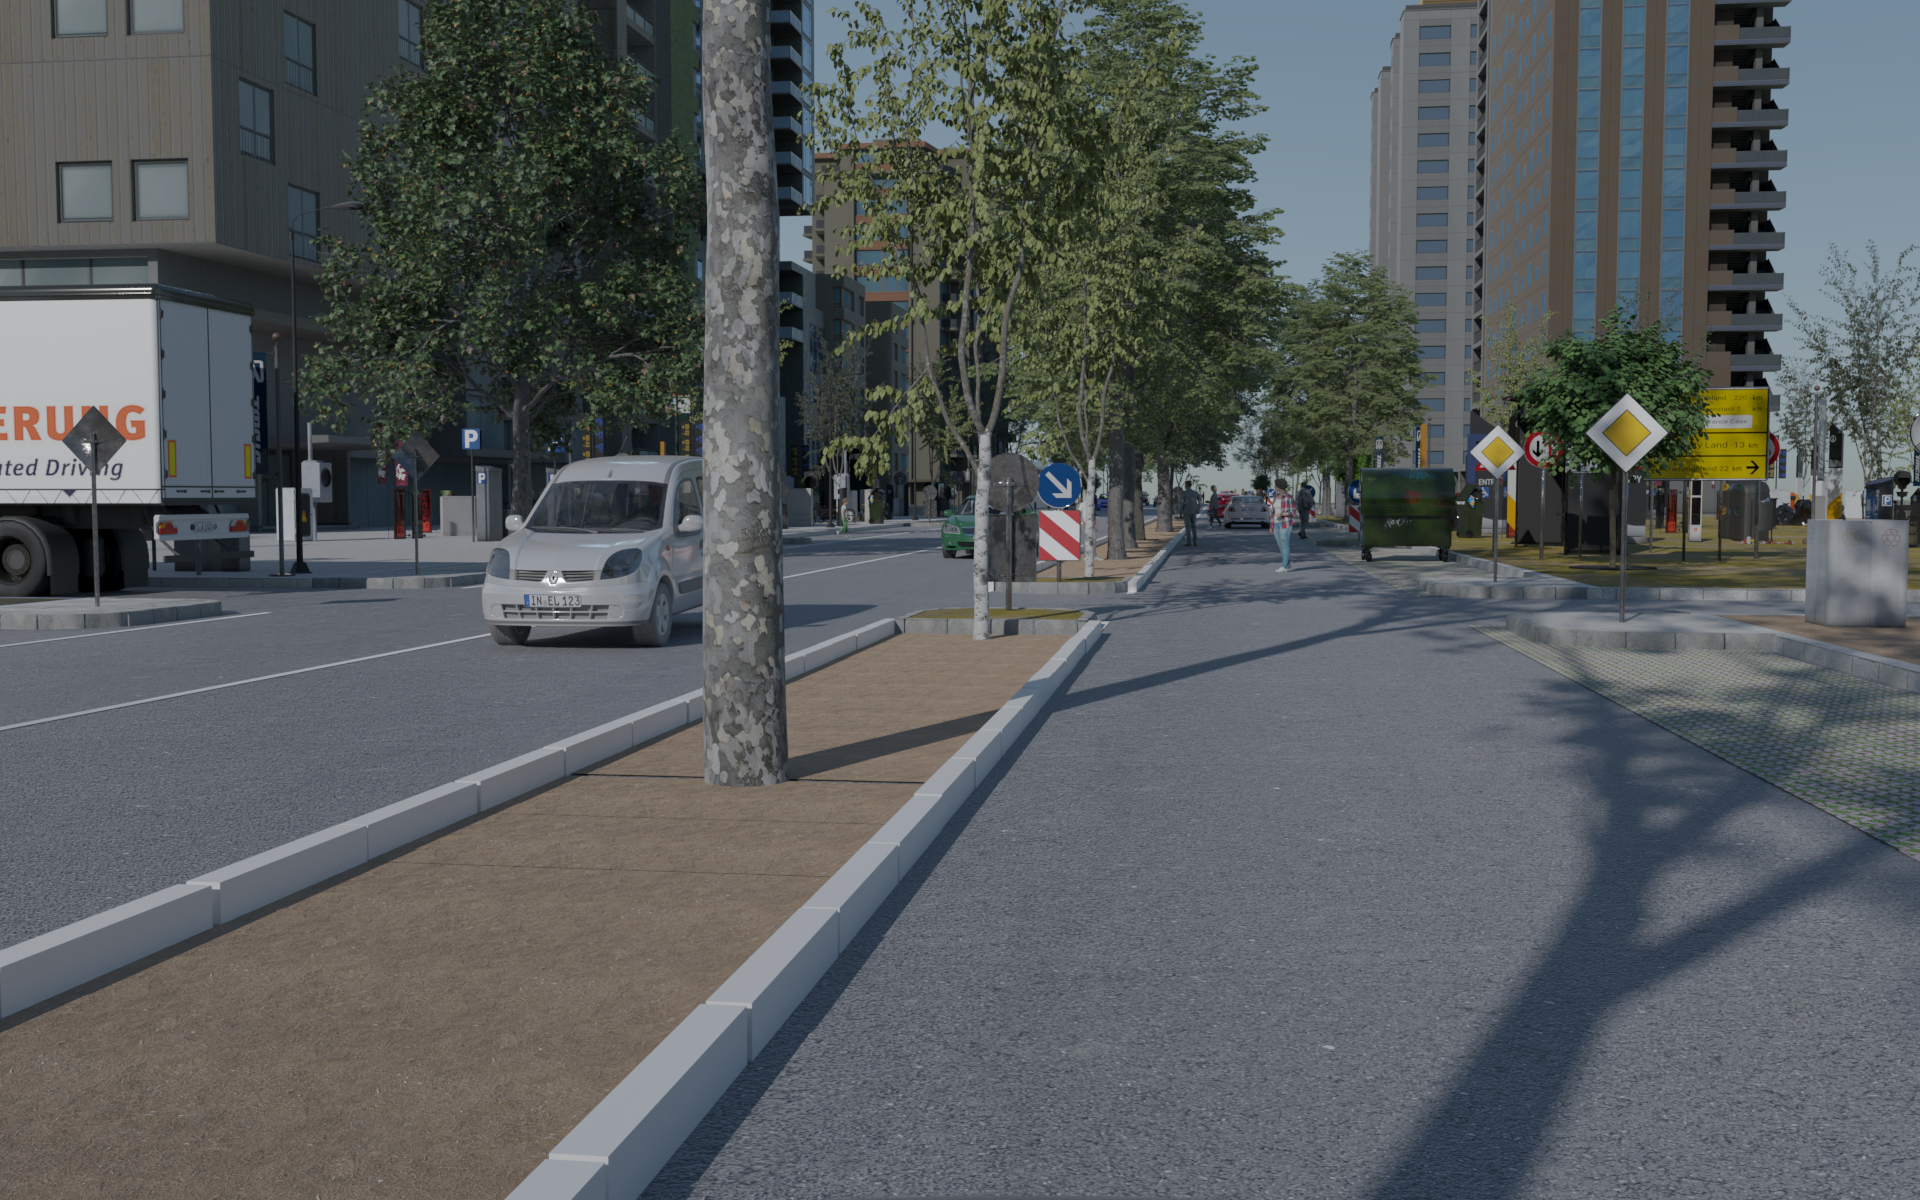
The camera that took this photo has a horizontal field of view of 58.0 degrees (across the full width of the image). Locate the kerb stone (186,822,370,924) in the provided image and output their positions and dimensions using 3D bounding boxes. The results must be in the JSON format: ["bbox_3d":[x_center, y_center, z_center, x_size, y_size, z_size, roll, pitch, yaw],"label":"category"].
[{"bbox_3d":[-2.429,0.977,6.223,0.120,0.150,1.000,1,4,8],"label":"kerb stone"}]

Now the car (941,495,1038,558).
[{"bbox_3d":[0.786,-1.726,40.026,2.131,1.459,4.920,1,4,10],"label":"car"}]

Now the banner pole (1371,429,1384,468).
[{"bbox_3d":[15.869,-4.650,66.048,0.401,3.779,0.863,-2,4,-26],"label":"banner pole"}]

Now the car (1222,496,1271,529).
[{"bbox_3d":[12.102,-3.717,73.140,2.083,1.381,4.827,0,4,8],"label":"car"}]

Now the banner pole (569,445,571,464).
[{"bbox_3d":[-13.486,-4.276,59.934,0.401,3.779,0.863,-1,4,-16],"label":"banner pole"}]

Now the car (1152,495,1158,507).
[{"bbox_3d":[21.769,-10.688,187.329,1.945,1.354,3.894,0,4,7],"label":"car"}]

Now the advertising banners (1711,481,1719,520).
[{"bbox_3d":[38.049,-5.536,86.703,2.074,3.025,0.090,-3,5,-40],"label":"advertising banners"}]

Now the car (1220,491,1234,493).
[{"bbox_3d":[29.033,-10.996,188.449,2.281,1.827,5.304,0,4,7],"label":"car"}]

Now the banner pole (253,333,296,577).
[{"bbox_3d":[-10.833,-2.260,26.962,0.863,3.779,0.401,0,4,-3],"label":"banner pole"}]

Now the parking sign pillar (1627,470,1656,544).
[{"bbox_3d":[17.151,-3.460,45.048,1.447,3.967,1.447,0,4,-2],"label":"parking sign pillar"}]

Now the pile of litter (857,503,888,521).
[{"bbox_3d":[-4.394,-4.139,81.638,1.719,0.858,1.176,0,4,-2],"label":"pile of litter"}]

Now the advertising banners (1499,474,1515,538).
[{"bbox_3d":[16.087,-3.316,50.402,2.074,3.025,0.090,-3,5,-40],"label":"advertising banners"}]

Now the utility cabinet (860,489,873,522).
[{"bbox_3d":[-4.711,-4.810,87.324,0.318,1.500,1.173,1,4,15],"label":"utility cabinet"}]

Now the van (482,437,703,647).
[{"bbox_3d":[-3.425,-0.649,17.624,2.013,2.044,4.112,0,4,7],"label":"van"}]

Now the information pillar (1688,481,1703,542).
[{"bbox_3d":[19.638,-2.554,46.246,0.304,2.012,0.304,1,4,15],"label":"information pillar"}]

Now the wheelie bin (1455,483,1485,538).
[{"bbox_3d":[14.899,-2.609,50.557,0.693,1.594,0.980,-1,4,-10],"label":"wheelie bin"}]

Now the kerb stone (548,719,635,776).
[{"bbox_3d":[-1.979,0.791,9.264,0.120,0.150,1.000,1,4,8],"label":"kerb stone"}]

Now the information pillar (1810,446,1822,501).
[{"bbox_3d":[38.317,-5.268,77.479,0.504,3.616,0.183,1,4,20],"label":"information pillar"}]

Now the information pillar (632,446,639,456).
[{"bbox_3d":[-15.881,-5.705,84.634,0.183,3.616,0.504,3,4,36],"label":"information pillar"}]

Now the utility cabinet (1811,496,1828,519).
[{"bbox_3d":[34.114,-3.512,68.575,0.306,1.237,1.020,0,4,-2],"label":"utility cabinet"}]

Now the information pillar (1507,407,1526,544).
[{"bbox_3d":[14.250,-3.239,44.313,0.183,3.616,0.504,-2,4,-33],"label":"information pillar"}]

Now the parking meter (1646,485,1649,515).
[{"bbox_3d":[38.316,-5.551,96.475,0.399,1.863,0.255,2,4,31],"label":"parking meter"}]

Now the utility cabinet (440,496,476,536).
[{"bbox_3d":[-15.379,-2.563,53.069,1.020,1.237,0.306,-2,4,-35],"label":"utility cabinet"}]

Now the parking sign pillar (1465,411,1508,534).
[{"bbox_3d":[16.938,-4.110,55.663,1.447,3.967,1.447,3,5,43],"label":"parking sign pillar"}]

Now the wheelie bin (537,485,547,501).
[{"bbox_3d":[-13.835,-3.081,58.290,0.693,1.594,0.980,-2,4,-35],"label":"wheelie bin"}]

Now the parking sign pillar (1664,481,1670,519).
[{"bbox_3d":[36.642,-6.254,90.731,1.447,3.967,1.447,-3,4,-38],"label":"parking sign pillar"}]

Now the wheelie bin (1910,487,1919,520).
[{"bbox_3d":[44.930,-4.481,81.167,0.693,1.594,0.980,2,4,34],"label":"wheelie bin"}]

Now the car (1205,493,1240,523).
[{"bbox_3d":[13.431,-4.786,87.284,2.155,1.783,4.494,0,4,8],"label":"car"}]

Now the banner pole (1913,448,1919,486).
[{"bbox_3d":[37.364,-4.734,67.415,0.401,3.779,0.863,0,4,-6],"label":"banner pole"}]

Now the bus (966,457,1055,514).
[{"bbox_3d":[2.607,-5.331,82.025,2.948,3.499,13.247,1,4,9],"label":"bus"}]

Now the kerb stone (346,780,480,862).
[{"bbox_3d":[-2.286,0.919,7.236,0.120,0.150,1.000,1,4,8],"label":"kerb stone"}]

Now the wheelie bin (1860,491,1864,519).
[{"bbox_3d":[42.084,-4.414,80.082,0.980,1.594,0.693,-1,4,-21],"label":"wheelie bin"}]

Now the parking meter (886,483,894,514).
[{"bbox_3d":[-3.836,-5.477,95.266,0.399,1.863,0.255,0,4,8],"label":"parking meter"}]

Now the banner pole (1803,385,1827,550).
[{"bbox_3d":[19.896,-3.065,40.137,0.863,3.779,0.401,-3,5,-44],"label":"banner pole"}]

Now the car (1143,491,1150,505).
[{"bbox_3d":[22.970,-12.931,220.090,2.281,1.827,5.304,1,4,10],"label":"car"}]

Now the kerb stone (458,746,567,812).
[{"bbox_3d":[-2.131,0.855,8.250,0.120,0.150,1.000,1,4,8],"label":"kerb stone"}]

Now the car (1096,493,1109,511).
[{"bbox_3d":[12.763,-8.622,150.554,1.945,1.707,3.694,0,4,8],"label":"car"}]

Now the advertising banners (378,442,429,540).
[{"bbox_3d":[-15.926,-3.245,49.237,0.090,3.025,2.074,1,4,22],"label":"advertising banners"}]

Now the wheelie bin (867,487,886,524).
[{"bbox_3d":[-3.547,-4.053,74.181,0.693,1.594,0.980,1,4,11],"label":"wheelie bin"}]

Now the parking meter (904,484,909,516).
[{"bbox_3d":[-3.118,-5.788,100.340,0.255,1.863,0.399,-1,4,-8],"label":"parking meter"}]

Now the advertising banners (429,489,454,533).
[{"bbox_3d":[-17.628,-3.721,57.020,2.074,3.025,0.090,0,4,-7],"label":"advertising banners"}]

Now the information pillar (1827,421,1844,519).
[{"bbox_3d":[28.132,-3.934,55.679,0.183,3.616,0.504,-2,4,-25],"label":"information pillar"}]

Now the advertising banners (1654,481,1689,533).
[{"bbox_3d":[23.403,-3.711,56.870,2.074,3.025,0.090,-2,4,-27],"label":"advertising banners"}]

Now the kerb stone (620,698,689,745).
[{"bbox_3d":[-1.831,0.731,10.276,0.120,0.150,1.000,1,4,8],"label":"kerb stone"}]

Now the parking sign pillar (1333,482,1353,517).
[{"bbox_3d":[21.200,-6.506,94.845,1.447,3.967,1.447,-1,4,-19],"label":"parking sign pillar"}]

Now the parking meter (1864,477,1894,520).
[{"bbox_3d":[13.483,-1.041,25.432,0.372,1.533,0.369,0,3,0],"label":"parking meter"}]

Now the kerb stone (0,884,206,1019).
[{"bbox_3d":[-2.585,1.040,5.196,0.120,0.150,1.000,1,4,8],"label":"kerb stone"}]

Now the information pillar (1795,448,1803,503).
[{"bbox_3d":[42.609,-5.907,87.928,0.504,3.616,0.183,-2,4,-34],"label":"information pillar"}]

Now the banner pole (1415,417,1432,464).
[{"bbox_3d":[15.106,-4.061,56.414,0.401,3.779,0.863,-2,4,-27],"label":"banner pole"}]

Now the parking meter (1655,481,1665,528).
[{"bbox_3d":[26.210,-3.615,64.816,0.255,1.863,0.399,1,4,12],"label":"parking meter"}]

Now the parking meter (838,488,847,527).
[{"bbox_3d":[-4.656,-3.676,68.506,0.372,1.533,0.369,0,3,0],"label":"parking meter"}]

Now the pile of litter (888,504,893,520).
[{"bbox_3d":[-3.935,-4.379,85.567,1.176,0.858,1.719,2,4,32],"label":"pile of litter"}]

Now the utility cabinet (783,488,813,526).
[{"bbox_3d":[-6.401,-3.653,68.412,1.173,1.500,0.318,1,4,13],"label":"utility cabinet"}]
